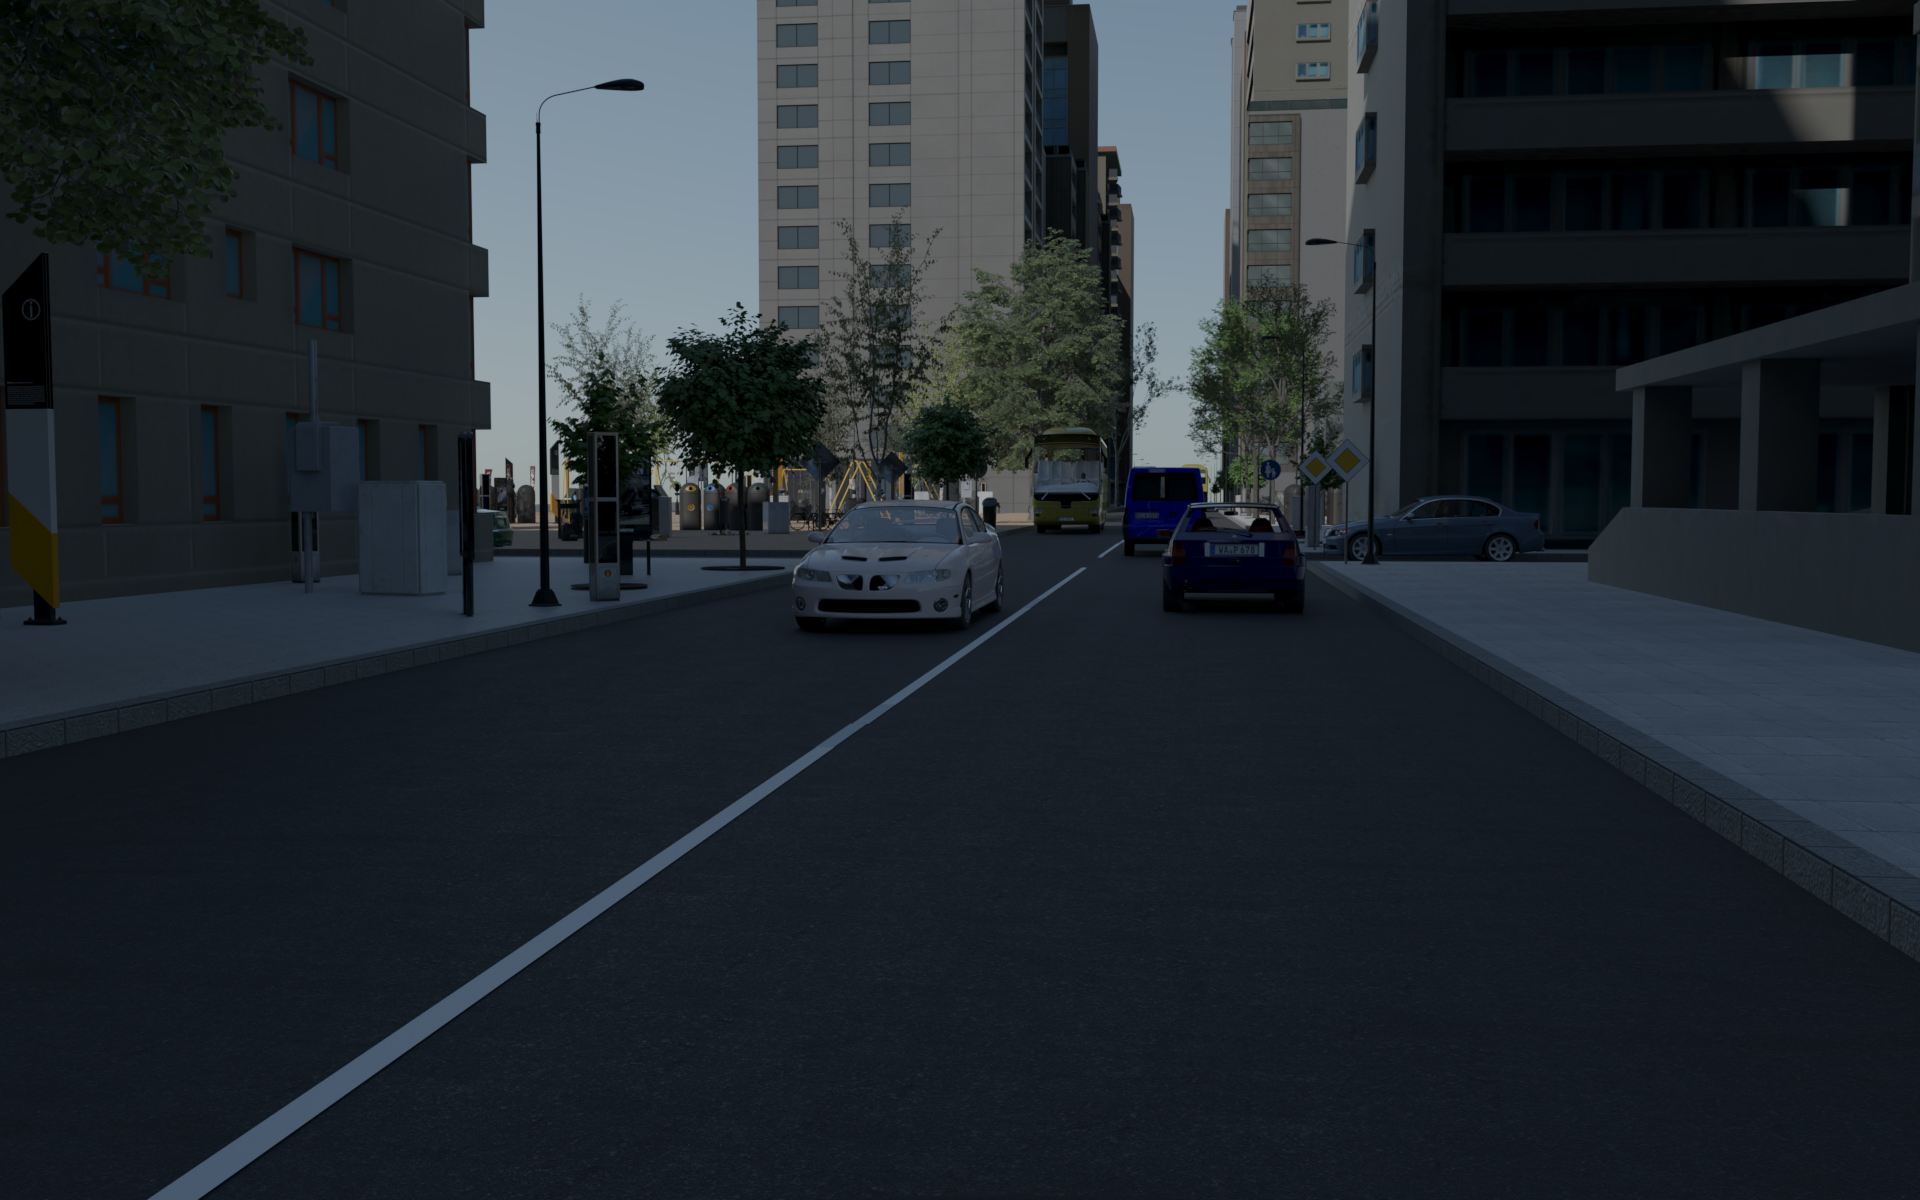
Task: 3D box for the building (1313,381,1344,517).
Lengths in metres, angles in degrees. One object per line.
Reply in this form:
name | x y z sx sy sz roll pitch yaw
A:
building | 31.262 -47.537 89.900 22.319 86.520 31.000 0 4 8

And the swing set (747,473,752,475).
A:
swing set | -12.344 -6.364 101.677 2.862 2.851 3.119 0 4 -2

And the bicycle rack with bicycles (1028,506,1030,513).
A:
bicycle rack with bicycles | 5.935 -5.666 106.029 2.925 0.926 2.852 2 4 27

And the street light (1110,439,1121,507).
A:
street light | 12.708 -10.683 147.202 1.470 5.913 1.316 0 4 8

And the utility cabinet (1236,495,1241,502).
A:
utility cabinet | 16.370 -5.547 101.855 0.306 1.237 1.020 1 4 12

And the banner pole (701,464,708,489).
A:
banner pole | -13.774 -6.308 93.149 0.401 3.779 0.863 2 4 28

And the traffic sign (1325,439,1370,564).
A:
traffic sign | 7.046 -1.708 31.574 0.795 2.450 0.064 0 4 8

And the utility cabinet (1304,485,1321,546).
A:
utility cabinet | 8.629 -2.066 42.465 0.318 1.500 1.173 0 4 8

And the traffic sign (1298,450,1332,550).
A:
traffic sign | 8.100 -2.192 39.490 0.795 2.450 0.064 0 4 8

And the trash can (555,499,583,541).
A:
trash can | -10.679 -2.181 47.309 0.748 1.137 0.748 0 3 0

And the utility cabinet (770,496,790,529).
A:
utility cabinet | -6.847 -3.252 64.327 1.020 1.237 0.306 0 4 5

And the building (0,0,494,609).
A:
building | -25.064 -10.742 20.678 28.899 21.520 27.650 0 4 8

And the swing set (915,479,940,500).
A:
swing set | -2.477 -7.036 112.663 2.862 2.851 3.119 -1 4 -9

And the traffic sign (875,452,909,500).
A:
traffic sign | -1.606 -2.273 40.798 0.795 2.450 0.064 0 4 8

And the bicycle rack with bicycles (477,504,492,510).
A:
bicycle rack with bicycles | -20.898 -3.693 73.768 2.852 0.926 2.925 0 4 -5

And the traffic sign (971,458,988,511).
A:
traffic sign | 0.540 -3.525 57.732 0.768 2.556 0.104 1 4 14

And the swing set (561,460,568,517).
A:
swing set | -16.692 -5.041 80.042 3.119 2.851 2.862 0 4 -6

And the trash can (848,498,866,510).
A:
trash can | -4.004 -3.416 67.497 0.748 1.137 0.748 0 3 0

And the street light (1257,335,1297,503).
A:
street light | 9.481 -4.783 50.737 1.470 5.913 1.316 0 4 8

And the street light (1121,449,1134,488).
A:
street light | 16.920 -12.586 178.320 1.470 5.913 1.316 0 4 8

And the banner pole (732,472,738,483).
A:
banner pole | -13.444 -6.971 103.990 0.863 3.779 0.401 -1 4 -19

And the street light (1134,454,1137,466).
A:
street light | 19.641 -13.845 198.903 1.470 5.913 1.316 0 4 8

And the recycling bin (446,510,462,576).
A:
recycling bin | -8.335 -0.910 27.427 0.722 1.027 0.722 -2 4 -32

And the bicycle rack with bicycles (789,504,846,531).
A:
bicycle rack with bicycles | -4.520 -2.897 60.744 2.925 0.926 2.852 -1 4 -9

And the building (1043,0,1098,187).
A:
building | 5.231 -31.056 157.874 14.600 45.320 14.200 0 4 8

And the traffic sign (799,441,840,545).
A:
traffic sign | -2.660 -1.788 32.882 0.795 2.450 0.064 0 4 8

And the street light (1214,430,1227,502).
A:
street light | 19.478 -9.394 126.129 1.470 5.913 1.316 0 4 8

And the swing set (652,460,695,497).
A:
swing set | -12.611 -5.091 80.863 3.119 2.851 2.862 -1 4 -12

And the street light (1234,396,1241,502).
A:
street light | 13.610 -6.701 82.104 1.470 5.913 1.316 0 4 8

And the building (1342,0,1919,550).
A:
building | 21.836 -25.906 47.267 21.600 48.544 21.300 0 4 8

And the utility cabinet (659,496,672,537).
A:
utility cabinet | -8.728 -2.461 51.397 0.306 1.237 1.020 0 4 -4

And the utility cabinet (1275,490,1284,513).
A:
utility cabinet | 19.405 -5.815 103.759 1.173 1.500 0.318 2 4 28

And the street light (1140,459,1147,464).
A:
street light | 23.698 -15.750 230.057 1.470 5.913 1.316 0 4 8

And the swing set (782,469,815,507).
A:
swing set | -9.576 -6.793 108.681 3.119 2.851 2.862 1 4 12

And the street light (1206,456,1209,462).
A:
street light | 30.621 -14.540 210.275 1.470 5.913 1.316 0 4 8

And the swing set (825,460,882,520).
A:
swing set | -4.777 -5.151 81.846 2.862 2.851 3.119 0 4 4

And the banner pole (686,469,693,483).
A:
banner pole | -16.875 -7.232 108.265 0.863 3.779 0.401 0 4 6

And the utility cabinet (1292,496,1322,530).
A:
utility cabinet | 12.575 -3.154 62.734 1.020 1.237 0.306 2 4 27

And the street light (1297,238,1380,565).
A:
street light | 6.961 -3.608 31.536 1.470 5.913 1.316 0 4 8

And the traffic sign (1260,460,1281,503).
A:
traffic sign | 11.467 -3.907 63.985 0.768 2.556 0.104 1 4 15

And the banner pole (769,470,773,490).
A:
banner pole | -11.514 -7.095 106.019 0.863 3.779 0.401 3 4 37

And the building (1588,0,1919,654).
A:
building | 24.317 -19.784 15.347 32.217 40.220 23.993 0 4 8

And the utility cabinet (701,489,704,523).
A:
utility cabinet | -11.170 -4.129 76.193 1.173 1.500 0.318 -3 4 -39

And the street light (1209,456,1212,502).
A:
street light | 23.581 -11.283 157.017 1.470 5.913 1.316 0 4 8

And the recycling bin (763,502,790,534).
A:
recycling bin | -5.945 -2.657 55.996 0.722 1.027 0.722 -1 4 -20

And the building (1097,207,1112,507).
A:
building | 7.671 -24.499 172.255 14.160 30.474 14.107 0 4 8

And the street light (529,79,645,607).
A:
street light | -4.219 -2.878 19.597 1.470 5.913 1.316 0 4 8
